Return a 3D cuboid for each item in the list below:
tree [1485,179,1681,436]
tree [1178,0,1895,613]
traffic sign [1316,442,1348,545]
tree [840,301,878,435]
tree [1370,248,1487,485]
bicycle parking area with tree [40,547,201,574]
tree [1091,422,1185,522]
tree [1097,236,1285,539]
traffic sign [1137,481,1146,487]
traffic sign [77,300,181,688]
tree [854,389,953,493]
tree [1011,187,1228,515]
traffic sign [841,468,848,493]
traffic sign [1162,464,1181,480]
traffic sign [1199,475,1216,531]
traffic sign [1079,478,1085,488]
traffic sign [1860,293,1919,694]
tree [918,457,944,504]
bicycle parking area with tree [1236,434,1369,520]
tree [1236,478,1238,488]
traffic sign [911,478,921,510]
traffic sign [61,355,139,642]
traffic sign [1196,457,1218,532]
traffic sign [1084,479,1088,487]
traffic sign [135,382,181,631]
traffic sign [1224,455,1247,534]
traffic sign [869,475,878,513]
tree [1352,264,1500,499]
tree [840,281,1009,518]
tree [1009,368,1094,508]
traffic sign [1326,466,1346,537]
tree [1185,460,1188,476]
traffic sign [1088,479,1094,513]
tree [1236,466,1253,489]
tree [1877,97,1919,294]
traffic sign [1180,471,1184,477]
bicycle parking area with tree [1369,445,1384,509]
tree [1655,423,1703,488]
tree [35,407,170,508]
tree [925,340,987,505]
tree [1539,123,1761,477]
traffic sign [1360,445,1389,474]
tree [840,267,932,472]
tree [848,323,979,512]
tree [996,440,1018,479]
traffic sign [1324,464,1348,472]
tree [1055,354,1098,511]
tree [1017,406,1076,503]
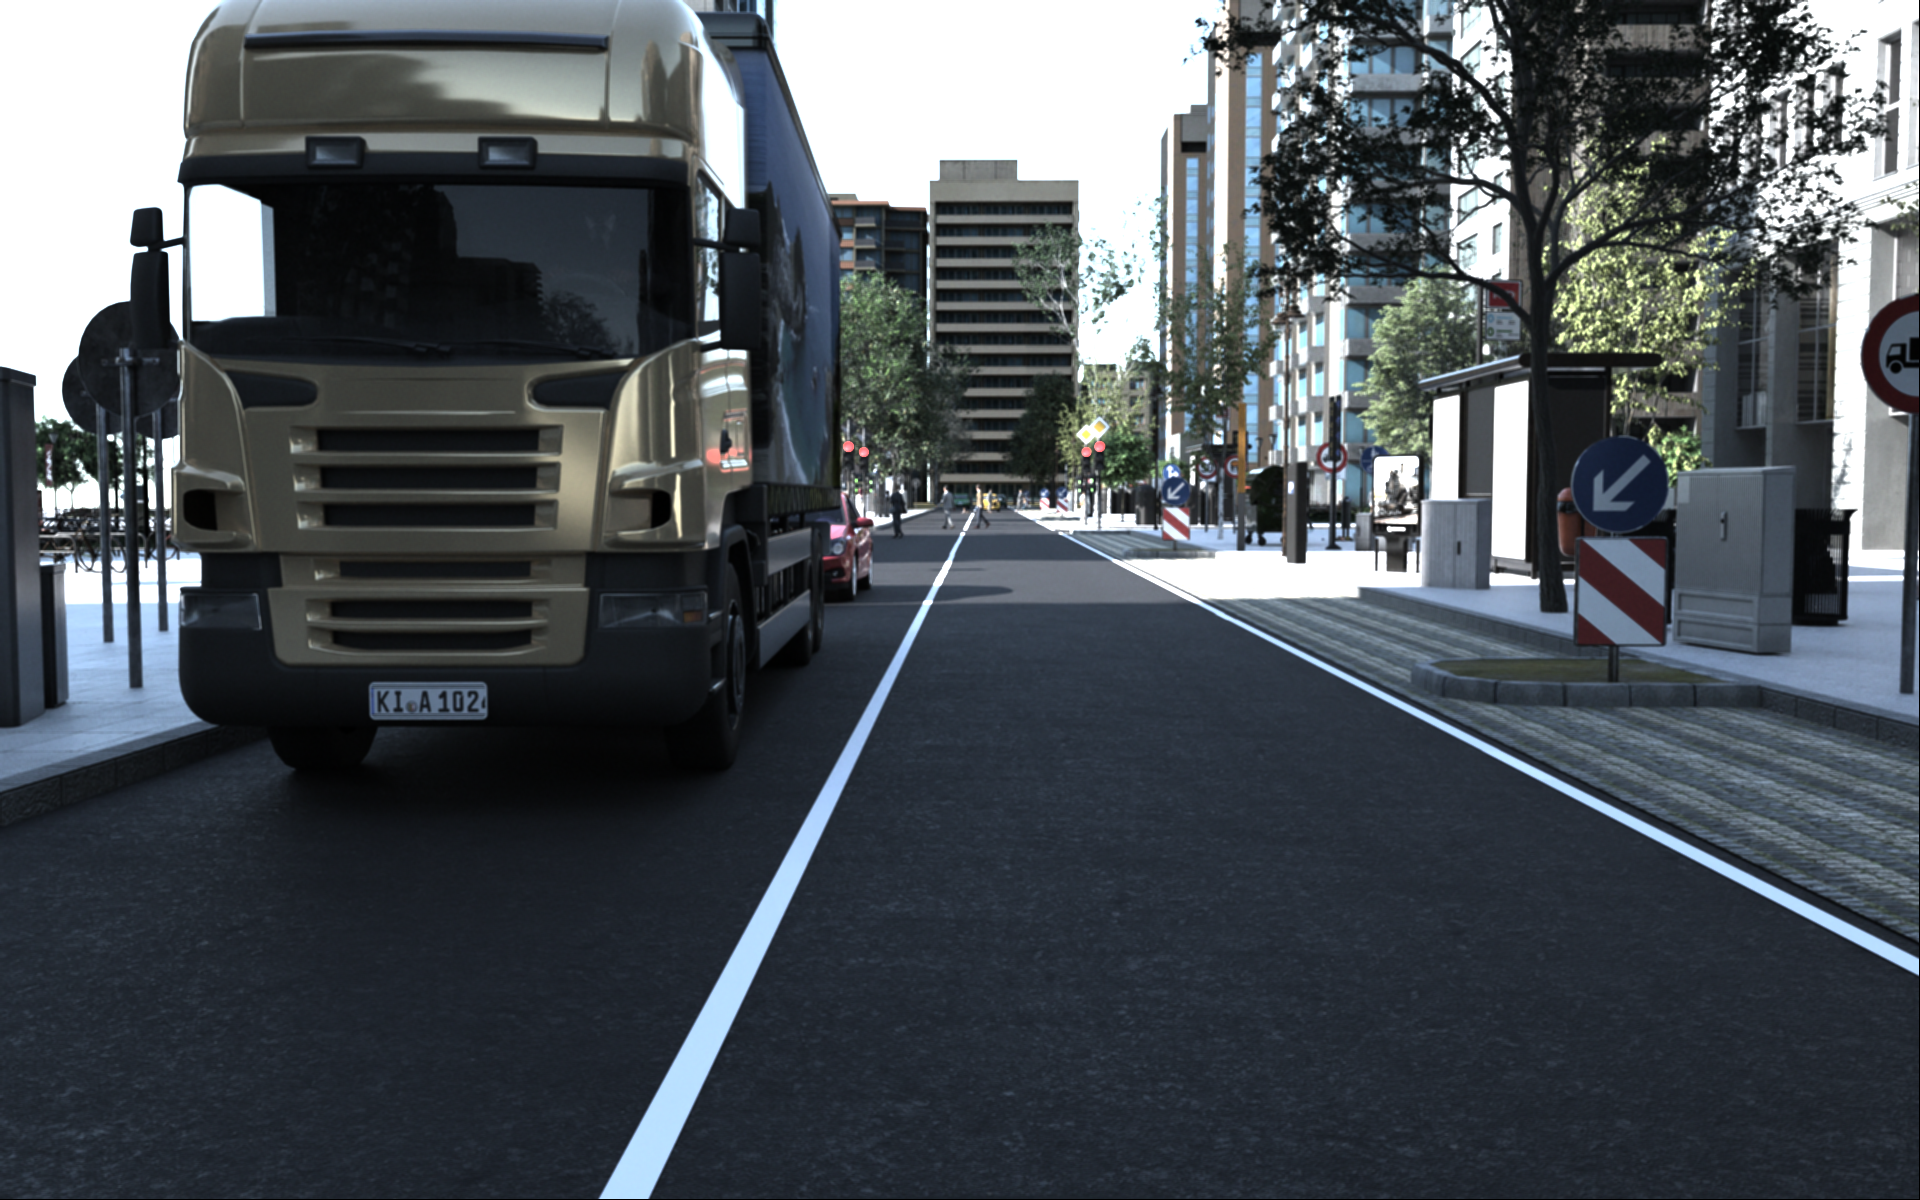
[{"bbox_3d":[14.421,-5.507,40.401,4.360,8.622,3.978,0,3,0],"label":"tree"},{"bbox_3d":[6.182,-5.157,18.724,7.601,10.594,8.767,2,4,32],"label":"tree"},{"bbox_3d":[8.988,-2.558,41.935,0.768,2.556,0.104,0,4,2],"label":"traffic sign"},{"bbox_3d":[-5.091,-6.579,57.928,4.360,8.622,3.978,0,3,0],"label":"tree"},{"bbox_3d":[14.583,-6.238,52.349,4.360,8.622,3.978,0,3,0],"label":"tree"},{"bbox_3d":[-16.484,-2.736,31.729,9.016,4.147,8.231,2,4,24],"label":"bicycle parking area with tree"},{"bbox_3d":[7.395,-5.855,79.447,4.285,4.588,4.351,0,3,0],"label":"tree"},{"bbox_3d":[7.213,-6.042,49.146,4.737,8.622,4.395,0,3,0],"label":"tree"},{"bbox_3d":[10.158,-6.017,98.383,0.884,2.594,0.081,0,4,3],"label":"traffic sign"},{"bbox_3d":[-5.472,-0.692,11.423,0.768,2.556,0.104,1,4,10],"label":"traffic sign"},{"bbox_3d":[-3.941,-10.676,108.962,7.601,10.594,8.767,0,4,-8],"label":"tree"},{"bbox_3d":[9.789,-15.323,106.421,12.611,20.169,13.585,0,3,0],"label":"tree"},{"bbox_3d":[-5.845,-5.236,85.714,0.768,2.556,0.104,0,4,4],"label":"traffic sign"},{"bbox_3d":[8.901,-4.456,72.967,0.768,2.556,0.104,1,4,9],"label":"traffic sign"},{"bbox_3d":[8.532,-3.526,59.783,0.606,2.300,0.079,1,4,10],"label":"traffic sign"},{"bbox_3d":[9.806,-8.369,136.936,0.768,2.556,0.104,0,4,7],"label":"traffic sign"},{"bbox_3d":[6.099,-0.671,11.080,0.768,2.556,0.104,0,4,1],"label":"traffic sign"},{"bbox_3d":[-3.580,-16.099,213.573,4.360,8.622,3.978,0,3,0],"label":"tree"},{"bbox_3d":[15.349,-6.062,86.109,9.016,4.147,8.231,1,4,16],"label":"bicycle parking area with tree"},{"bbox_3d":[21.327,-9.463,138.427,4.285,4.588,4.351,0,3,0],"label":"tree"},{"bbox_3d":[-3.564,-8.552,139.935,0.768,2.556,0.104,1,4,8],"label":"traffic sign"},{"bbox_3d":[-7.387,-0.908,14.949,0.768,2.556,0.104,0,4,5],"label":"traffic sign"},{"bbox_3d":[8.281,-3.552,58.181,0.768,2.556,0.104,0,4,1],"label":"traffic sign"},{"bbox_3d":[9.362,-7.667,125.361,0.884,2.594,0.081,0,4,1],"label":"traffic sign"},{"bbox_3d":[-7.472,-0.982,16.168,0.768,2.556,0.104,0,4,3],"label":"traffic sign"},{"bbox_3d":[8.884,-3.417,55.979,0.768,2.556,0.104,0,4,3],"label":"traffic sign"},{"bbox_3d":[-5.814,-6.998,114.516,0.768,2.556,0.104,1,4,9],"label":"traffic sign"},{"bbox_3d":[23.272,-10.283,86.256,7.486,12.596,7.792,0,3,0],"label":"tree"},{"bbox_3d":[-4.321,-10.758,92.900,9.611,12.733,9.660,0,3,0],"label":"tree"},{"bbox_3d":[8.413,-14.735,157.925,9.611,12.733,9.660,0,3,0],"label":"tree"},{"bbox_3d":[11.054,-2.989,51.000,0.606,2.300,0.079,1,4,10],"label":"traffic sign"},{"bbox_3d":[16.922,-9.513,139.254,4.285,4.588,4.351,0,3,0],"label":"tree"},{"bbox_3d":[9.040,-7.168,117.307,0.768,2.556,0.104,0,4,5],"label":"traffic sign"},{"bbox_3d":[20.255,-7.762,121.514,1.663,3.219,1.824,0,3,0],"label":"tree"},{"bbox_3d":[16.980,-4.720,27.530,4.360,8.622,3.978,0,3,0],"label":"tree"},{"bbox_3d":[11.872,-5.780,94.615,0.768,2.556,0.104,0,4,3],"label":"traffic sign"},{"bbox_3d":[24.579,-7.096,103.025,9.016,4.147,8.231,1,4,15],"label":"bicycle parking area with tree"},{"bbox_3d":[33.607,-5.927,80.626,4.285,4.588,4.351,0,3,0],"label":"tree"},{"bbox_3d":[-59.728,-9.135,112.270,11.467,7.101,20.602,0,4,-7],"label":"tree"},{"bbox_3d":[-3.318,-20.923,197.977,12.611,20.169,13.585,0,3,0],"label":"tree"},{"bbox_3d":[12.762,-5.060,33.090,4.737,8.622,4.395,0,3,0],"label":"tree"},{"bbox_3d":[10.899,-2.778,45.528,0.768,2.556,0.104,1,4,10],"label":"traffic sign"},{"bbox_3d":[-5.354,-9.266,77.254,9.928,11.665,9.643,0,3,0],"label":"tree"},{"bbox_3d":[-4.367,-13.004,122.989,12.009,13.543,11.850,0,3,0],"label":"tree"},{"bbox_3d":[9.046,-17.279,216.923,8.767,10.594,7.601,-1,4,-19],"label":"tree"},{"bbox_3d":[11.786,-3.327,54.496,0.768,2.556,0.104,0,4,8],"label":"traffic sign"},{"bbox_3d":[7.656,-8.304,86.137,4.737,8.622,4.395,0,3,0],"label":"tree"},{"bbox_3d":[9.596,-15.662,181.821,9.928,11.665,9.643,0,3,0],"label":"tree"}]
